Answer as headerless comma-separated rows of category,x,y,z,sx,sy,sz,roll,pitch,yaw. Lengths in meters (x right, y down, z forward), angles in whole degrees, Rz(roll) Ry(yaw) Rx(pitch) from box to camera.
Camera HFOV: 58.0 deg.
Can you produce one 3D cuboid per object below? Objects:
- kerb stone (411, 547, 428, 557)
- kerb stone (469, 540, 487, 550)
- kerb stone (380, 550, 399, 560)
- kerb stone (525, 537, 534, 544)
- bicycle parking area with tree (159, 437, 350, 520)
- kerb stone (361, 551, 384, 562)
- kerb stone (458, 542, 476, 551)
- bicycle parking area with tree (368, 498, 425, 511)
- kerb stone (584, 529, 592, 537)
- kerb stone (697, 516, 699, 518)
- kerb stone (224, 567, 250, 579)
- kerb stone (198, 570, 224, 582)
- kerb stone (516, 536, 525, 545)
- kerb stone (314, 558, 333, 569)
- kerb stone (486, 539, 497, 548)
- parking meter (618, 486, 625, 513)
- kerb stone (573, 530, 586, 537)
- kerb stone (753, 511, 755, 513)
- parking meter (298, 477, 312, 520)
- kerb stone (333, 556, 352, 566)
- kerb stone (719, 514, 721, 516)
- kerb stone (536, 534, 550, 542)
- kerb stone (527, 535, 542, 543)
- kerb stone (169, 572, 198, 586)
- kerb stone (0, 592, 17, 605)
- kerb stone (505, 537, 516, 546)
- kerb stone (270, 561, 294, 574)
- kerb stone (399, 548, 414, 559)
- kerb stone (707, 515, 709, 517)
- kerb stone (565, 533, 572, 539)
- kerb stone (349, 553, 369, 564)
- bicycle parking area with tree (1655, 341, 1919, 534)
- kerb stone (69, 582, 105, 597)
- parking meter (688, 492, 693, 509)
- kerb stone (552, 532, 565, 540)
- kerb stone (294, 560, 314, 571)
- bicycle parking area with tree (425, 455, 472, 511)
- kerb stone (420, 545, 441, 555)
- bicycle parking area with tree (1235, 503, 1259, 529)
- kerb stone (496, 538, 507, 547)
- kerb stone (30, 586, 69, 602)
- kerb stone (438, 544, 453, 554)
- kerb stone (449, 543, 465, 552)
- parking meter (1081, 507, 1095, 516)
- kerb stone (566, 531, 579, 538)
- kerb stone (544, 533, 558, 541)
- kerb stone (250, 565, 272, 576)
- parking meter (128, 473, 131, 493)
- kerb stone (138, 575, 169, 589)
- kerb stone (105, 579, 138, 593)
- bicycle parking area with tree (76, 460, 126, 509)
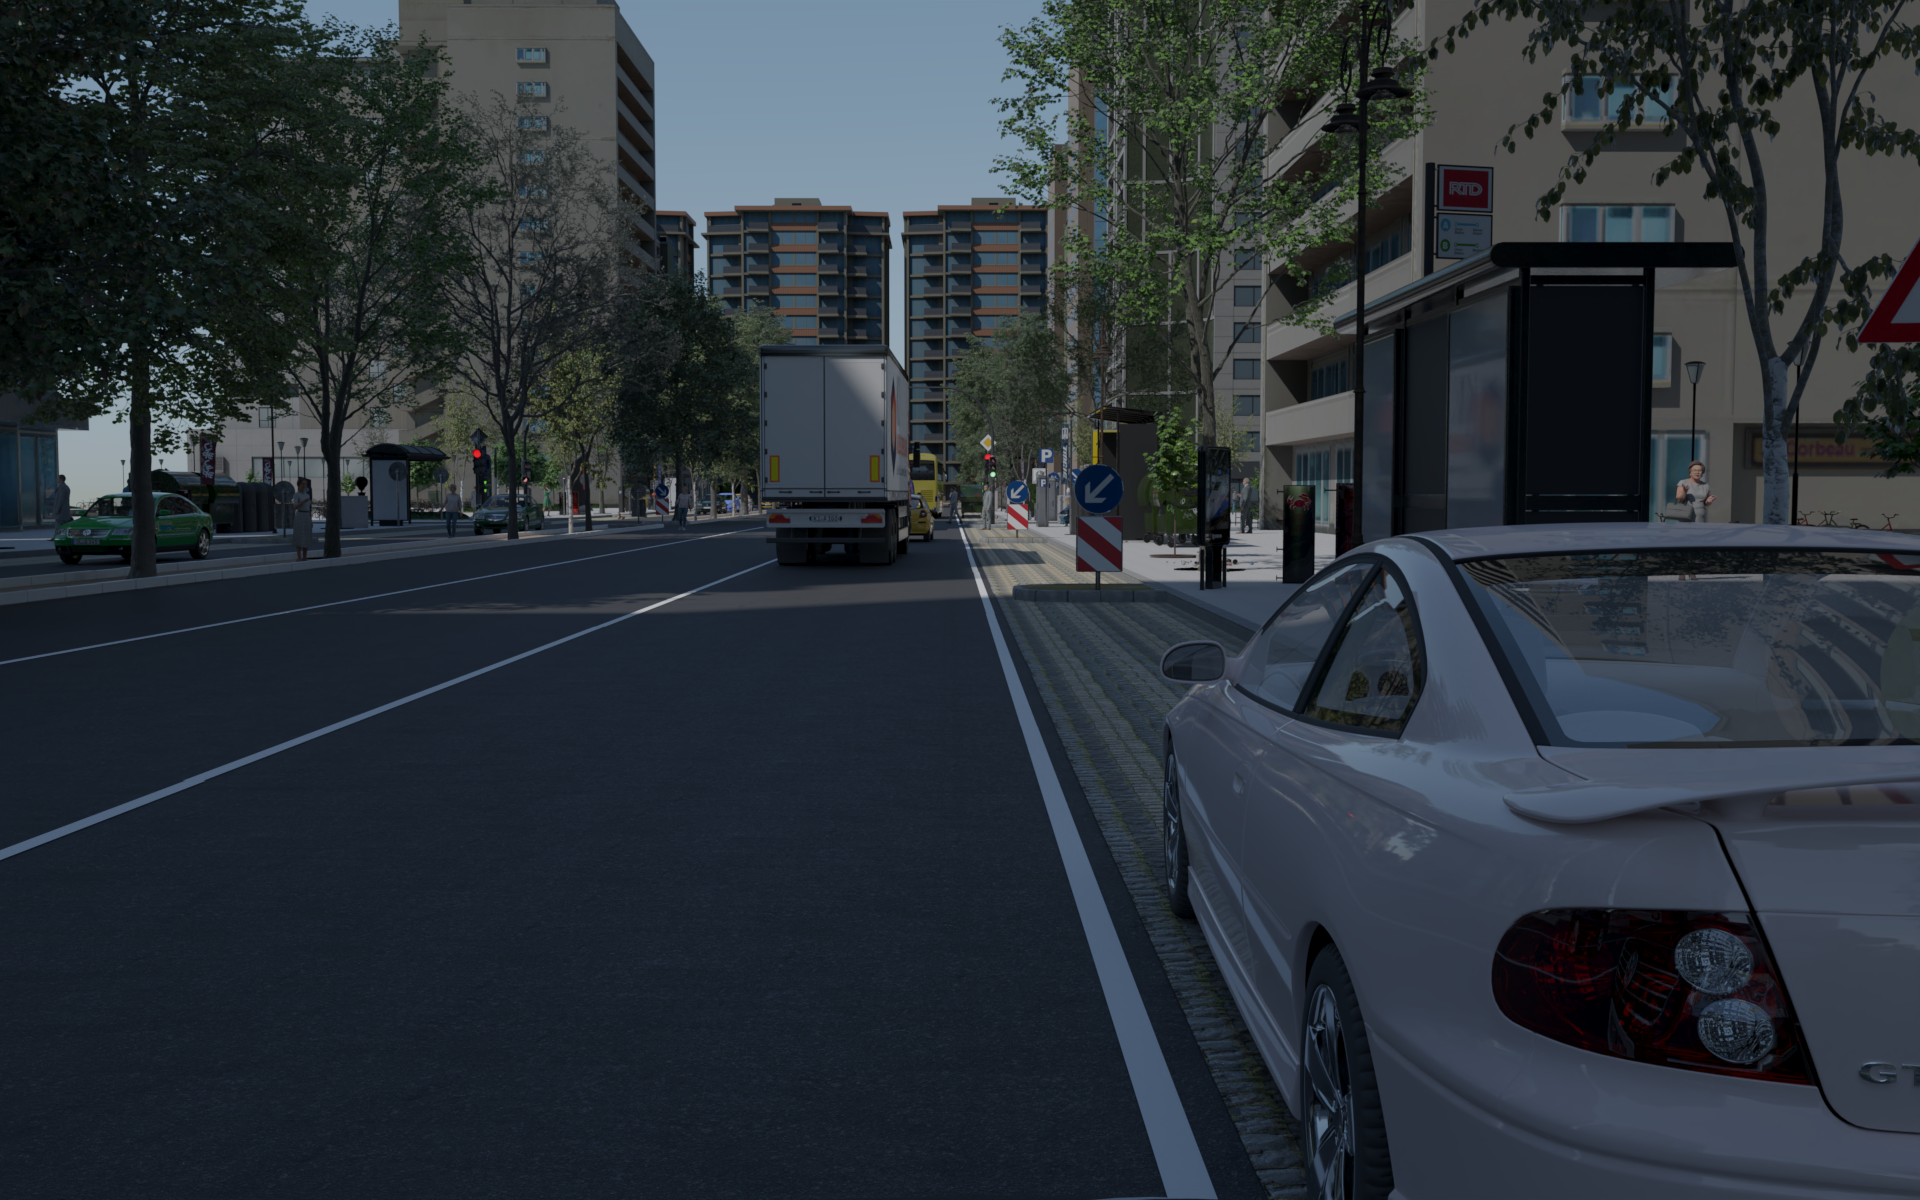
kerb stone,-12.516,-1.080,39.855,0.120,0.150,1.000,0,4,0
kerb stone,-12.551,-1.393,44.971,0.120,0.150,1.000,0,4,0
kerb stone,-12.511,-0.954,37.798,0.120,0.150,1.000,0,4,0
kerb stone,-12.587,-1.705,50.093,0.120,0.150,1.000,0,4,0
bicycle parking area with tree,-35.874,-6.158,87.683,8.231,4.147,9.016,0,4,-3
kerb stone,-12.499,-0.892,36.775,0.120,0.150,1.000,0,4,0
kerb stone,-12.548,-1.328,43.949,0.120,0.150,1.000,0,4,0
bicycle parking area with tree,-36.615,-6.751,97.373,9.016,4.147,8.231,1,4,22
kerb stone,-12.639,-2.204,58.300,0.120,0.150,1.000,0,4,0
kerb stone,-14.993,-4.624,97.794,0.120,0.150,1.000,0,4,0
kerb stone,-12.447,-0.453,29.595,0.120,0.150,1.000,0,4,0
kerb stone,-12.448,-0.390,28.573,0.120,0.150,1.000,0,4,0
kerb stone,-12.575,-1.643,49.066,0.120,0.150,1.000,0,4,0
kerb stone,-12.483,-0.703,33.697,0.120,0.150,1.000,0,4,0
kerb stone,-12.552,-1.456,45.995,0.120,0.150,1.000,0,4,0
parking meter,-23.225,-6.919,118.841,0.399,1.863,0.255,2,4,31
kerb stone,-12.630,-2.145,57.272,0.120,0.150,1.000,0,4,0
kerb stone,-15.171,-6.308,125.437,0.120,0.150,1.000,0,4,0
parking meter,-21.927,-3.200,58.023,0.255,1.863,0.399,3,5,44
kerb stone,-12.481,-0.766,34.719,0.120,0.150,1.000,0,4,0
kerb stone,-15.049,-5.187,107.000,0.120,0.150,1.000,0,4,0
kerb stone,-12.589,-1.830,52.147,0.120,0.150,1.000,0,4,0
kerb stone,-12.602,-1.768,51.122,0.120,0.150,1.000,0,4,0
kerb stone,-12.439,-0.327,27.548,0.120,0.150,1.000,0,4,0
kerb stone,-12.399,-0.012,22.419,0.120,0.150,1.000,0,4,0
kerb stone,-12.572,-1.577,48.039,0.120,0.150,1.000,0,4,0
kerb stone,-12.462,-0.578,31.639,0.120,0.150,1.000,0,4,0
kerb stone,-12.516,-1.015,38.820,0.120,0.150,1.000,0,4,0
kerb stone,-15.016,-4.874,101.889,0.120,0.150,1.000,0,4,0
kerb stone,-12.616,-2.018,55.225,0.120,0.150,1.000,0,4,0
kerb stone,-12.484,-0.827,35.745,0.120,0.150,1.000,0,4,0
bicycle parking area with tree,15.907,-2.930,34.907,9.016,4.147,8.231,1,4,16
kerb stone,-12.421,-0.133,24.463,0.120,0.150,1.000,0,4,0
parking meter,-22.741,-8.425,146.157,0.372,1.533,0.369,0,3,0
kerb stone,-12.601,-1.956,54.198,0.120,0.150,1.000,0,4,0
kerb stone,-12.471,-0.637,32.672,0.120,0.150,1.000,0,4,0
bicycle parking area with tree,-39.618,-8.671,128.768,8.231,4.147,9.016,3,5,42
kerb stone,-12.522,-1.140,40.883,0.120,0.150,1.000,0,4,0
bicycle parking area with tree,14.619,-4.899,67.103,8.231,4.147,9.016,1,4,15
kerb stone,-12.568,-1.518,47.017,0.120,0.150,1.000,0,4,0
kerb stone,-12.410,-0.076,23.441,0.120,0.150,1.000,0,4,0
kerb stone,-12.529,-1.205,41.905,0.120,0.150,1.000,0,4,0
kerb stone,-12.537,-1.264,42.927,0.120,0.150,1.000,0,4,0
parking meter,3.556,-2.424,48.040,0.372,1.533,0.369,0,3,0
kerb stone,-12.625,-2.083,56.247,0.120,0.150,1.000,0,4,0
kerb stone,-12.602,-1.895,53.176,0.120,0.150,1.000,0,4,0
kerb stone,-12.458,-0.515,30.617,0.120,0.150,1.000,0,4,0
parking meter,-22.428,-2.541,47.260,0.399,1.863,0.255,0,4,-7
kerb stone,-12.433,-0.264,26.523,0.120,0.150,1.000,0,4,0
kerb stone,-12.430,-0.201,25.490,0.120,0.150,1.000,0,4,0
bicycle parking area with tree,-67.625,-9.580,143.627,8.231,4.147,9.016,3,5,45
